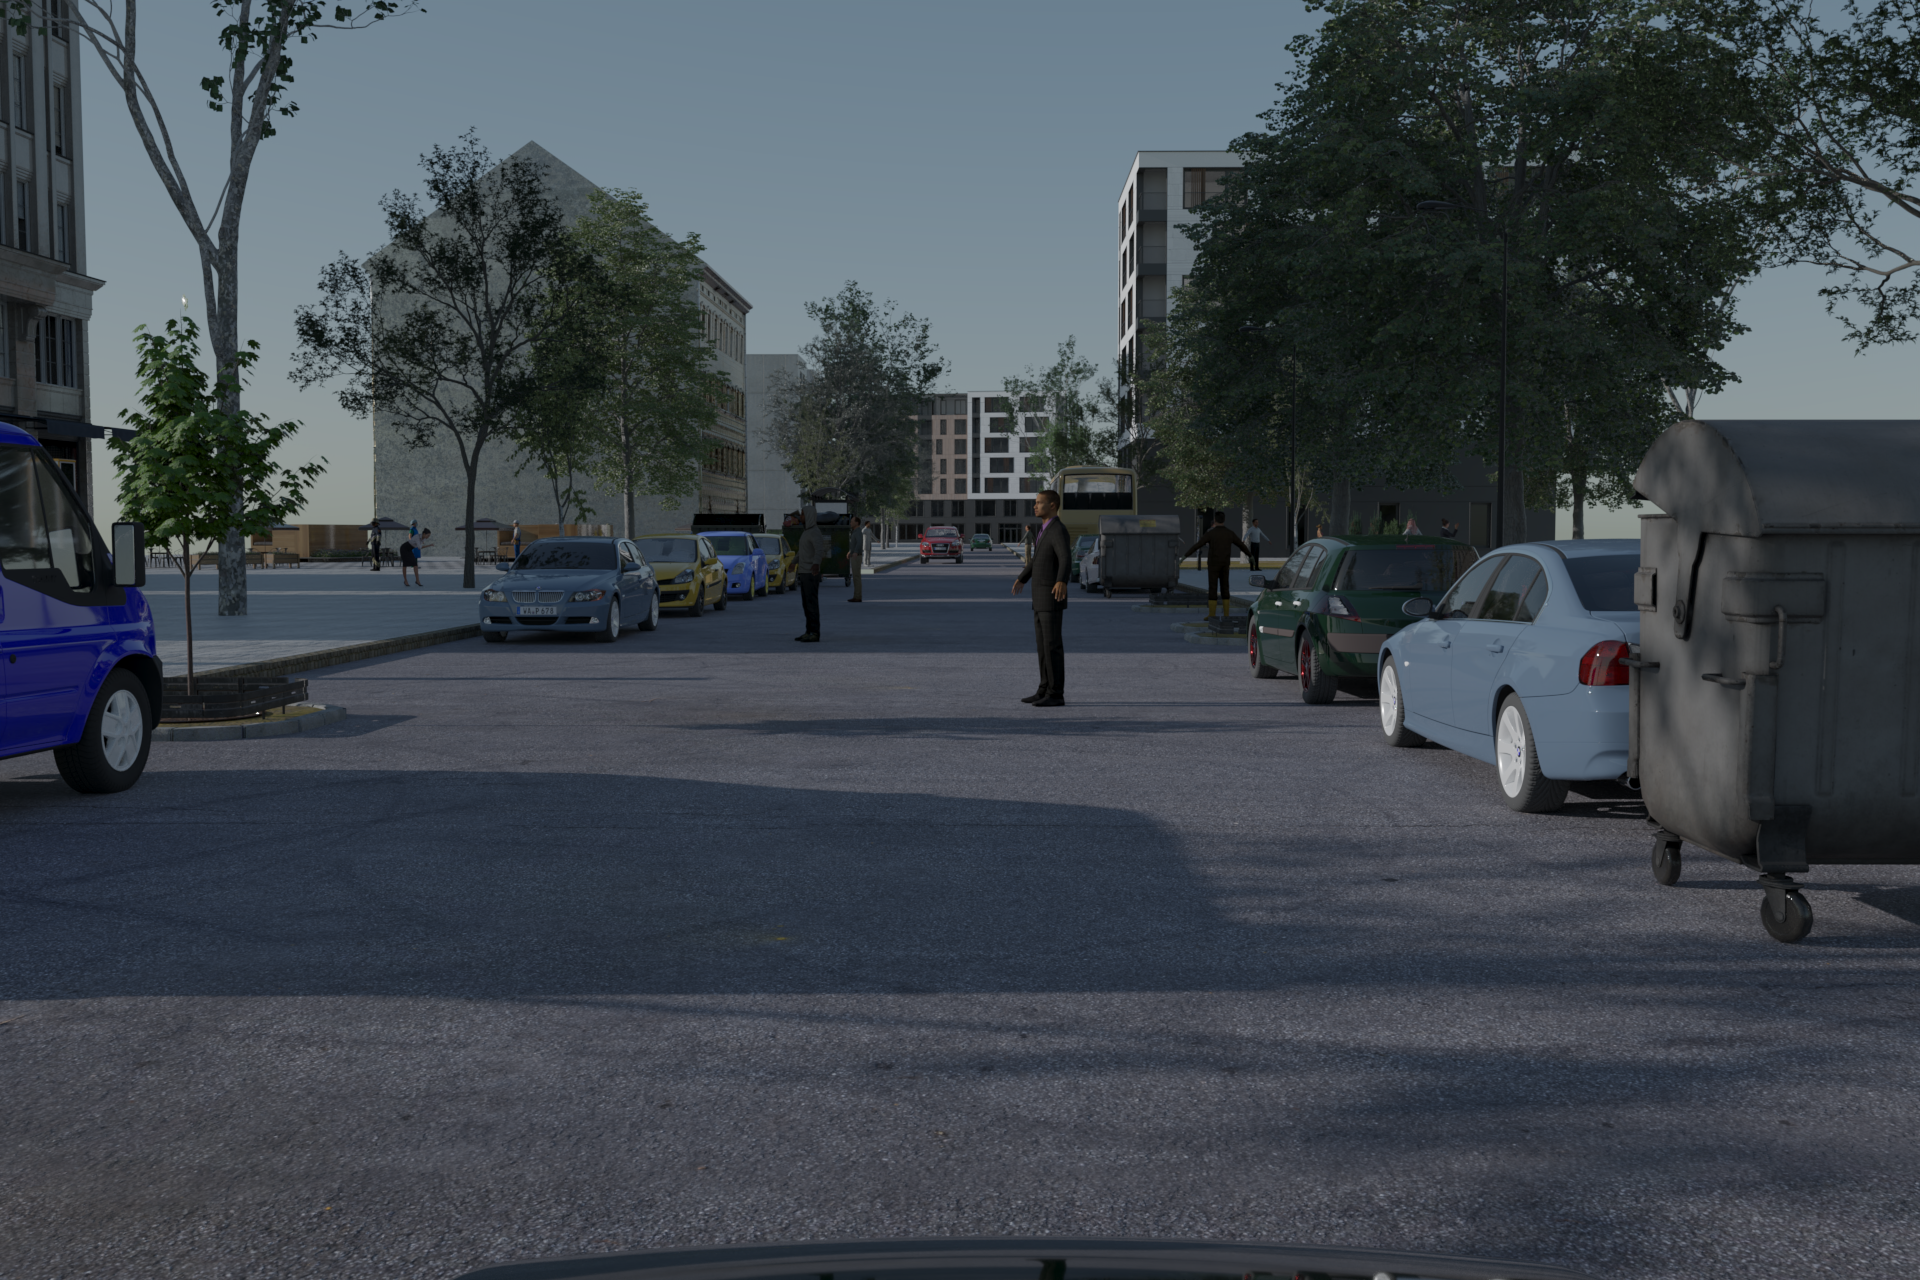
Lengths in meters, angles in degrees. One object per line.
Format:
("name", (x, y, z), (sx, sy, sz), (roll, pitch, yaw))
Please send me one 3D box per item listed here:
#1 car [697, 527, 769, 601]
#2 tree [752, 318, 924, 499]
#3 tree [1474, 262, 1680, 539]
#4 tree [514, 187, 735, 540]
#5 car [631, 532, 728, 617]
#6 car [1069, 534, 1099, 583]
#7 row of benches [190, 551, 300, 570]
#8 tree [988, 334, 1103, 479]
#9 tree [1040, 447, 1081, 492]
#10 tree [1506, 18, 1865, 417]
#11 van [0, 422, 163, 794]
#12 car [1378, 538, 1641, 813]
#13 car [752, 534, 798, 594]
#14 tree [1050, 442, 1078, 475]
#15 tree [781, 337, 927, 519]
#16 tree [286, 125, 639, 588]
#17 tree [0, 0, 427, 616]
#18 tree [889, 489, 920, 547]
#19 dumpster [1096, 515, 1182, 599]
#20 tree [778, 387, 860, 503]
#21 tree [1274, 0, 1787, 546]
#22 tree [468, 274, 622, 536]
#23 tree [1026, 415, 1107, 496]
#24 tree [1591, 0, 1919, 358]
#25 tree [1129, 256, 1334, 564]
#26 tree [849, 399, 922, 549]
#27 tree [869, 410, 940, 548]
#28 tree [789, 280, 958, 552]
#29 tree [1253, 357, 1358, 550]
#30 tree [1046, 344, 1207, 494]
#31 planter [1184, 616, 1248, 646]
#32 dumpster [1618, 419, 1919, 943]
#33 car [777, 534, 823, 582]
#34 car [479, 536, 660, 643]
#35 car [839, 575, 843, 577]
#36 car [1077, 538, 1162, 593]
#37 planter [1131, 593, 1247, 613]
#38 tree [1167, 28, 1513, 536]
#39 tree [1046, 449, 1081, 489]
("car", (-5.268, -1.764, 38.427), (1.945, 1.707, 3.694), (0, 4, 1))
("tree", (-7.063, -11.493, 98.279), (12.009, 13.543, 11.850), (0, 3, 0))
("tree", (28.139, -10.534, 78.893), (9.857, 13.997, 8.962), (0, 3, 0))
("tree", (-11.346, -8.531, 57.609), (7.486, 12.596, 7.792), (0, 3, 0))
("car", (-5.277, -1.281, 31.164), (2.015, 1.641, 3.980), (0, 4, 1))
("car", (4.155, -2.491, 52.528), (2.131, 1.459, 4.920), (0, 3, 0))
("row of benches", (-26.273, -2.939, 63.514), (1.422, 0.672, 4.104), (3, 4, 39))
("tree", (8.974, -19.005, 166.628), (12.611, 20.169, 13.585), (0, 3, 0))
("tree", (8.699, -11.498, 138.360), (4.360, 8.622, 3.978), (0, 3, 0))
("tree", (25.938, -12.796, 65.107), (12.611, 20.169, 13.585), (0, 3, 0))
("van", (-5.594, -0.213, 7.862), (2.240, 2.365, 5.245), (0, 4, 0))
("car", (3.728, 0.111, 10.183), (2.014, 1.417, 4.499), (0, 4, 1))
("car", (-4.992, -1.975, 42.508), (2.015, 1.641, 3.980), (0, 4, 1))
("tree", (8.724, -11.048, 130.999), (4.737, 8.622, 4.395), (0, 3, 0))
("tree", (-7.015, -12.600, 112.667), (9.857, 13.997, 8.962), (0, 3, 0))
("tree", (-11.646, -6.486, 40.453), (8.767, 10.594, 7.601), (0, 4, -5))
("tree", (-12.895, -10.480, 27.231), (12.611, 20.169, 13.585), (0, 3, 0))
("tree", (-6.344, -13.356, 168.732), (4.360, 8.622, 3.978), (0, 3, 0))
("dumpster", (4.011, -1.879, 38.934), (1.865, 1.857, 1.264), (0, 4, 1))
("tree", (-7.244, -8.359, 87.030), (4.360, 8.622, 3.978), (0, 3, 0))
("tree", (10.261, -7.672, 32.088), (9.857, 13.997, 8.962), (0, 3, 0))
("tree", (-11.294, -5.990, 48.303), (4.737, 8.622, 4.395), (0, 3, 0))
("tree", (9.379, -13.869, 152.520), (9.928, 11.665, 9.643), (0, 3, 0))
("tree", (10.025, -5.022, 16.516), (8.767, 10.594, 7.601), (3, 4, 38))
("tree", (12.448, -10.309, 75.211), (9.857, 13.997, 8.962), (0, 3, 0))
("tree", (-6.668, -13.822, 144.110), (7.486, 12.596, 7.792), (0, 3, 0))
("tree", (-6.607, -15.233, 159.429), (12.009, 13.543, 11.850), (0, 3, 0))
("tree", (-6.545, -16.609, 127.447), (12.611, 20.169, 13.585), (0, 3, 0))
("tree", (12.562, -7.008, 64.940), (4.360, 8.622, 3.978), (0, 3, 0))
("tree", (8.354, -9.279, 86.129), (8.767, 10.594, 7.601), (1, 4, 10))
("planter", (4.038, -0.124, 23.166), (1.991, 0.319, 1.994), (0, 4, 1))
("dumpster", (3.593, 0.103, 6.532), (1.865, 1.857, 1.264), (0, 4, 0))
("car", (-4.955, -2.472, 50.198), (2.009, 1.686, 4.222), (0, 4, 1))
("car", (-5.396, -0.759, 24.417), (2.014, 1.417, 4.499), (0, 4, 1))
("car", (-4.632, -3.057, 58.786), (1.959, 1.807, 4.718), (0, 4, 1))
("car", (4.019, -1.908, 43.563), (2.083, 1.381, 4.827), (0, 4, 1))
("planter", (4.227, -0.688, 32.390), (1.991, 0.319, 1.994), (0, 4, 1))
("tree", (10.110, -8.489, 45.449), (9.857, 13.997, 8.962), (0, 3, 0))
("tree", (8.583, -11.906, 145.027), (4.360, 8.622, 3.978), (0, 3, 0))
